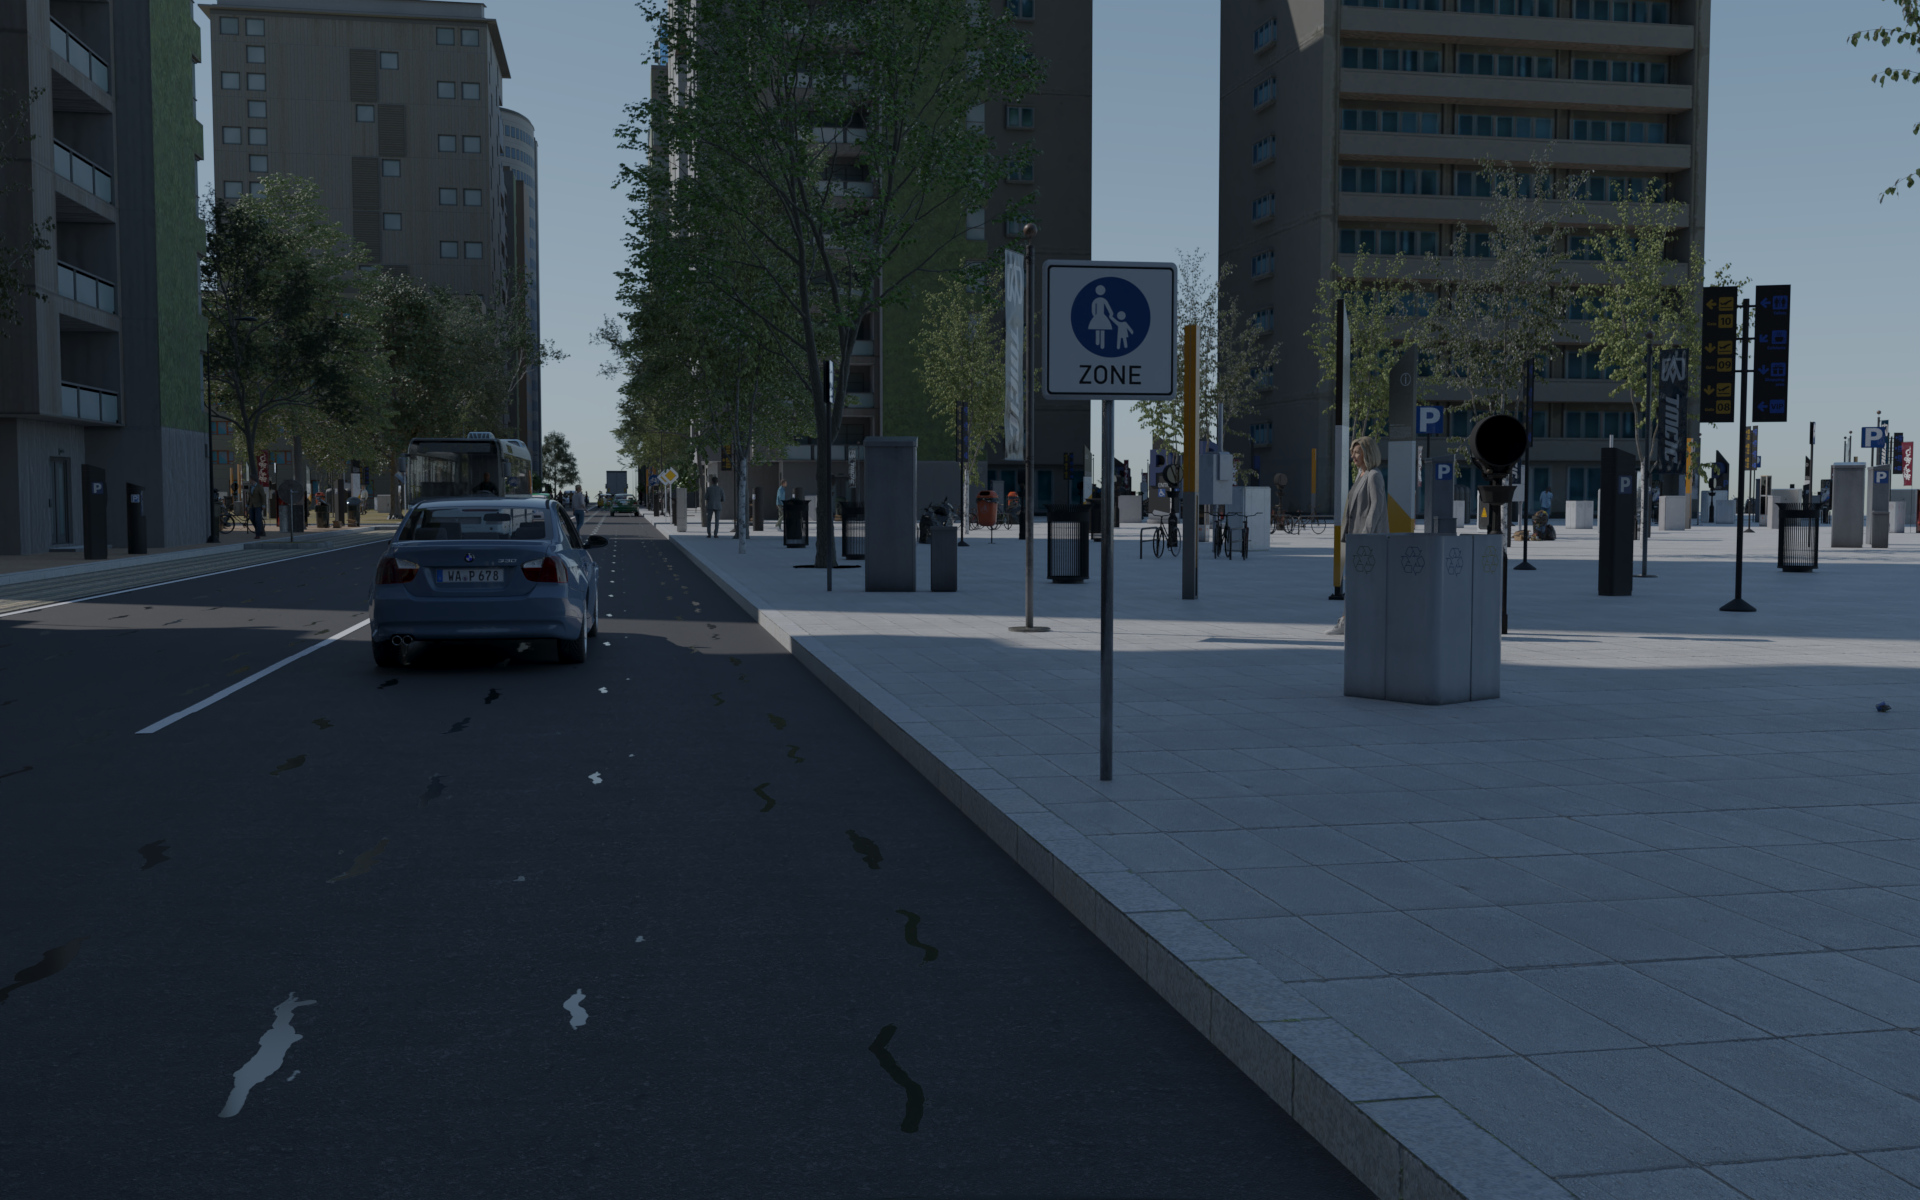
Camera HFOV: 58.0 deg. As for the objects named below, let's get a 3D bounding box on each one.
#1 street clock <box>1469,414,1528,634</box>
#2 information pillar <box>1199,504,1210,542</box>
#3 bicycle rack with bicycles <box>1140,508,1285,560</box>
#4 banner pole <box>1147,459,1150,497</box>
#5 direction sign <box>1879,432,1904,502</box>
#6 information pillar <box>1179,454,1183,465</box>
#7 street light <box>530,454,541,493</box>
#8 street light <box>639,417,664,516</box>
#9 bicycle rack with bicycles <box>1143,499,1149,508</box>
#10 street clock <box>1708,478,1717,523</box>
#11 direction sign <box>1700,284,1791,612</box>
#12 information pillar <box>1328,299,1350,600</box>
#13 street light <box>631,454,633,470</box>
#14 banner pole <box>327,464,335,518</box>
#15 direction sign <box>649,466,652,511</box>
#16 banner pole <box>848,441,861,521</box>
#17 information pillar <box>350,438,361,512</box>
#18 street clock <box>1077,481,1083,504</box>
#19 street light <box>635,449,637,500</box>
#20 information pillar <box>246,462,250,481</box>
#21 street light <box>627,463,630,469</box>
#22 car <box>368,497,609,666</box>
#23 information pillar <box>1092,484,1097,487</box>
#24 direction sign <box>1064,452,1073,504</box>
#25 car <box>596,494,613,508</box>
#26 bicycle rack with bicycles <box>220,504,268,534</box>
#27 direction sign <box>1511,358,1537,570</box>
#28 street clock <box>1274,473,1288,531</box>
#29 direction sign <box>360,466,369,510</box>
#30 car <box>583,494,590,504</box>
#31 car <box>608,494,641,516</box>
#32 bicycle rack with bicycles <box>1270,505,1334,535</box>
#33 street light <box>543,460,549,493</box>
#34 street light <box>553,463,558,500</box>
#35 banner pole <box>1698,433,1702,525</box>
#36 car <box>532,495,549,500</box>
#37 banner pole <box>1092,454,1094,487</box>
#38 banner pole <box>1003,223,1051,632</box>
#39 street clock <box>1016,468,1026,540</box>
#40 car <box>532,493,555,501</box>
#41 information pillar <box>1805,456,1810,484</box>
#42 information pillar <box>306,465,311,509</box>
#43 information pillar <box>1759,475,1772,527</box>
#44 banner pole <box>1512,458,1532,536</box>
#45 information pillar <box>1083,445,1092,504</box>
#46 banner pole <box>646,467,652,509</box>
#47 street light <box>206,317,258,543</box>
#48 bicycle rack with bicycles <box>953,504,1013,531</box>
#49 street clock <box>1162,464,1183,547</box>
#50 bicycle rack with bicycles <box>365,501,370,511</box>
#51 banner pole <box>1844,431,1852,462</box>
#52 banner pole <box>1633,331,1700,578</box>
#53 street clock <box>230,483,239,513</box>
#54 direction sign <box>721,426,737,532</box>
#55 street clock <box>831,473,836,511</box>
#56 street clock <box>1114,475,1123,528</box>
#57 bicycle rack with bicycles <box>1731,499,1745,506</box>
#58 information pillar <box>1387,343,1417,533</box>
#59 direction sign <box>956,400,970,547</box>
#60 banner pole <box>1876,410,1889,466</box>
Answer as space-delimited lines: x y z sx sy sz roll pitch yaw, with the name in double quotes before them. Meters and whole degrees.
"street clock" 4.920 -0.691 15.874 0.471 2.002 0.358 0 4 4
"information pillar" 6.494 -2.561 46.371 0.304 2.012 0.304 2 4 29
"bicycle rack with bicycles" 4.849 -1.314 34.871 2.852 0.926 2.925 1 4 18
"banner pole" 13.650 -8.272 125.261 0.401 3.779 0.863 2 4 25
"direction sign" 34.194 -4.383 63.660 0.876 3.537 0.379 0 4 -6
"information pillar" 12.064 -6.332 94.884 0.504 3.616 0.183 2 4 27
"street light" -50.017 -14.077 202.694 1.470 5.913 1.316 -1 4 -11
"street light" -18.306 -7.984 103.073 1.470 5.913 1.316 -1 4 -11
"bicycle rack with bicycles" 12.392 -6.167 114.217 2.925 0.926 2.852 2 4 25
"street clock" 33.532 -4.444 77.231 0.358 2.002 0.471 3 5 39
"direction sign" 8.538 -1.646 18.903 0.876 3.537 0.379 1 4 15
"information pillar" 4.642 -1.817 21.059 0.183 3.616 0.504 1 4 22
"street light" -28.069 -11.050 153.207 1.470 5.913 1.316 -1 4 -11
"banner pole" -34.108 -6.351 93.857 0.401 3.779 0.863 0 4 4
"direction sign" -24.057 -8.724 134.633 0.379 3.537 0.876 -1 4 -22
"banner pole" -5.003 -5.660 82.553 0.863 3.779 0.401 3 4 36
"information pillar" -24.454 -4.813 70.047 0.183 3.616 0.504 1 4 16
"street clock" 6.866 -5.746 98.519 0.358 2.002 0.471 3 4 39
"street light" -23.155 -9.495 127.780 1.470 5.913 1.316 -1 4 -11
"information pillar" -51.660 -8.220 125.753 0.183 3.616 0.504 -3 5 -42
"street light" -37.999 -14.105 203.162 1.470 5.913 1.316 -1 4 -11
"car" -4.247 -0.234 15.824 2.014 1.417 4.499 -1 4 -10
"information pillar" 9.583 -7.283 123.566 0.304 2.012 0.304 1 4 11
"direction sign" 5.917 -6.270 94.506 0.379 3.537 0.876 3 5 39
"car" -36.726 -10.356 179.540 2.015 1.641 3.980 -1 4 -13
"bicycle rack with bicycles" -24.106 -2.561 55.254 2.925 0.926 2.852 0 4 7
"direction sign" 9.578 -2.279 29.258 0.379 3.537 0.876 1 4 9
"street clock" 11.237 -3.432 60.689 0.471 2.002 0.358 -2 4 -33
"direction sign" -48.774 -9.155 141.679 0.876 3.537 0.379 -3 4 -39
"car" -57.032 -15.305 262.244 2.014 1.417 4.499 -1 4 -10
"car" -21.906 -6.191 113.017 2.131 1.459 4.920 -1 4 -12
"bicycle rack with bicycles" 10.525 -2.572 55.441 2.925 0.926 2.852 -3 4 -38
"street light" -56.187 -15.991 233.989 1.470 5.913 1.316 -1 4 -11
"street light" -61.235 -17.584 260.041 1.470 5.913 1.316 -1 4 -11
"banner pole" 30.168 -4.965 71.194 0.401 3.779 0.863 -2 4 -35
"car" -22.012 -4.713 89.417 2.083 1.381 4.827 -1 4 -9
"banner pole" 8.218 -7.297 109.324 0.863 3.779 0.401 3 4 38
"banner pole" 0.559 -1.584 15.919 0.401 3.779 0.863 2 4 24
"street clock" 1.757 -2.694 48.621 0.358 2.002 0.471 1 4 10
"car" -24.182 -5.534 99.276 1.959 1.807 4.718 -1 4 -10
"information pillar" 51.450 -6.956 105.089 0.183 3.616 0.504 -1 4 -20
"information pillar" -51.870 -8.966 137.945 0.504 3.616 0.183 3 4 37
"information pillar" 31.770 -3.903 68.302 0.304 2.012 0.304 -2 4 -27
"banner pole" 17.234 -3.876 53.396 0.863 3.779 0.401 0 4 2
"information pillar" 6.092 -5.591 82.770 0.504 3.616 0.183 -3 4 -37
"banner pole" -26.578 -9.696 148.540 0.401 3.779 0.863 2 4 27
"street light" -19.084 -4.457 45.408 1.470 5.913 1.316 -1 4 -11
"bicycle rack with bicycles" 0.705 -2.983 62.152 2.925 0.926 2.852 -3 4 -36
"street clock" 5.155 -2.285 41.932 0.471 2.002 0.358 -1 4 -22
"bicycle rack with bicycles" -45.950 -7.129 129.940 2.852 0.926 2.925 -3 5 -44
"banner pole" 34.982 -4.782 68.210 0.401 3.779 0.863 3 4 36
"banner pole" 10.715 -2.229 26.455 0.401 3.779 0.863 -3 5 -40
"street clock" -46.024 -6.445 109.941 0.471 2.002 0.358 -2 4 -31
"direction sign" -7.547 -4.037 57.996 0.876 3.537 0.379 0 4 -6
"street clock" -4.497 -3.373 59.712 0.358 2.002 0.471 -2 4 -33
"street clock" 5.992 -3.772 66.237 0.358 2.002 0.471 -1 4 -19
"bicycle rack with bicycles" 52.393 -6.387 117.804 2.925 0.926 2.852 0 4 0
"information pillar" 6.932 -2.188 27.136 0.183 3.616 0.504 -3 4 -36
"direction sign" 0.049 -3.081 42.375 0.379 3.537 0.876 1 4 17
"banner pole" 27.435 -3.767 51.608 0.401 3.779 0.863 0 4 3
